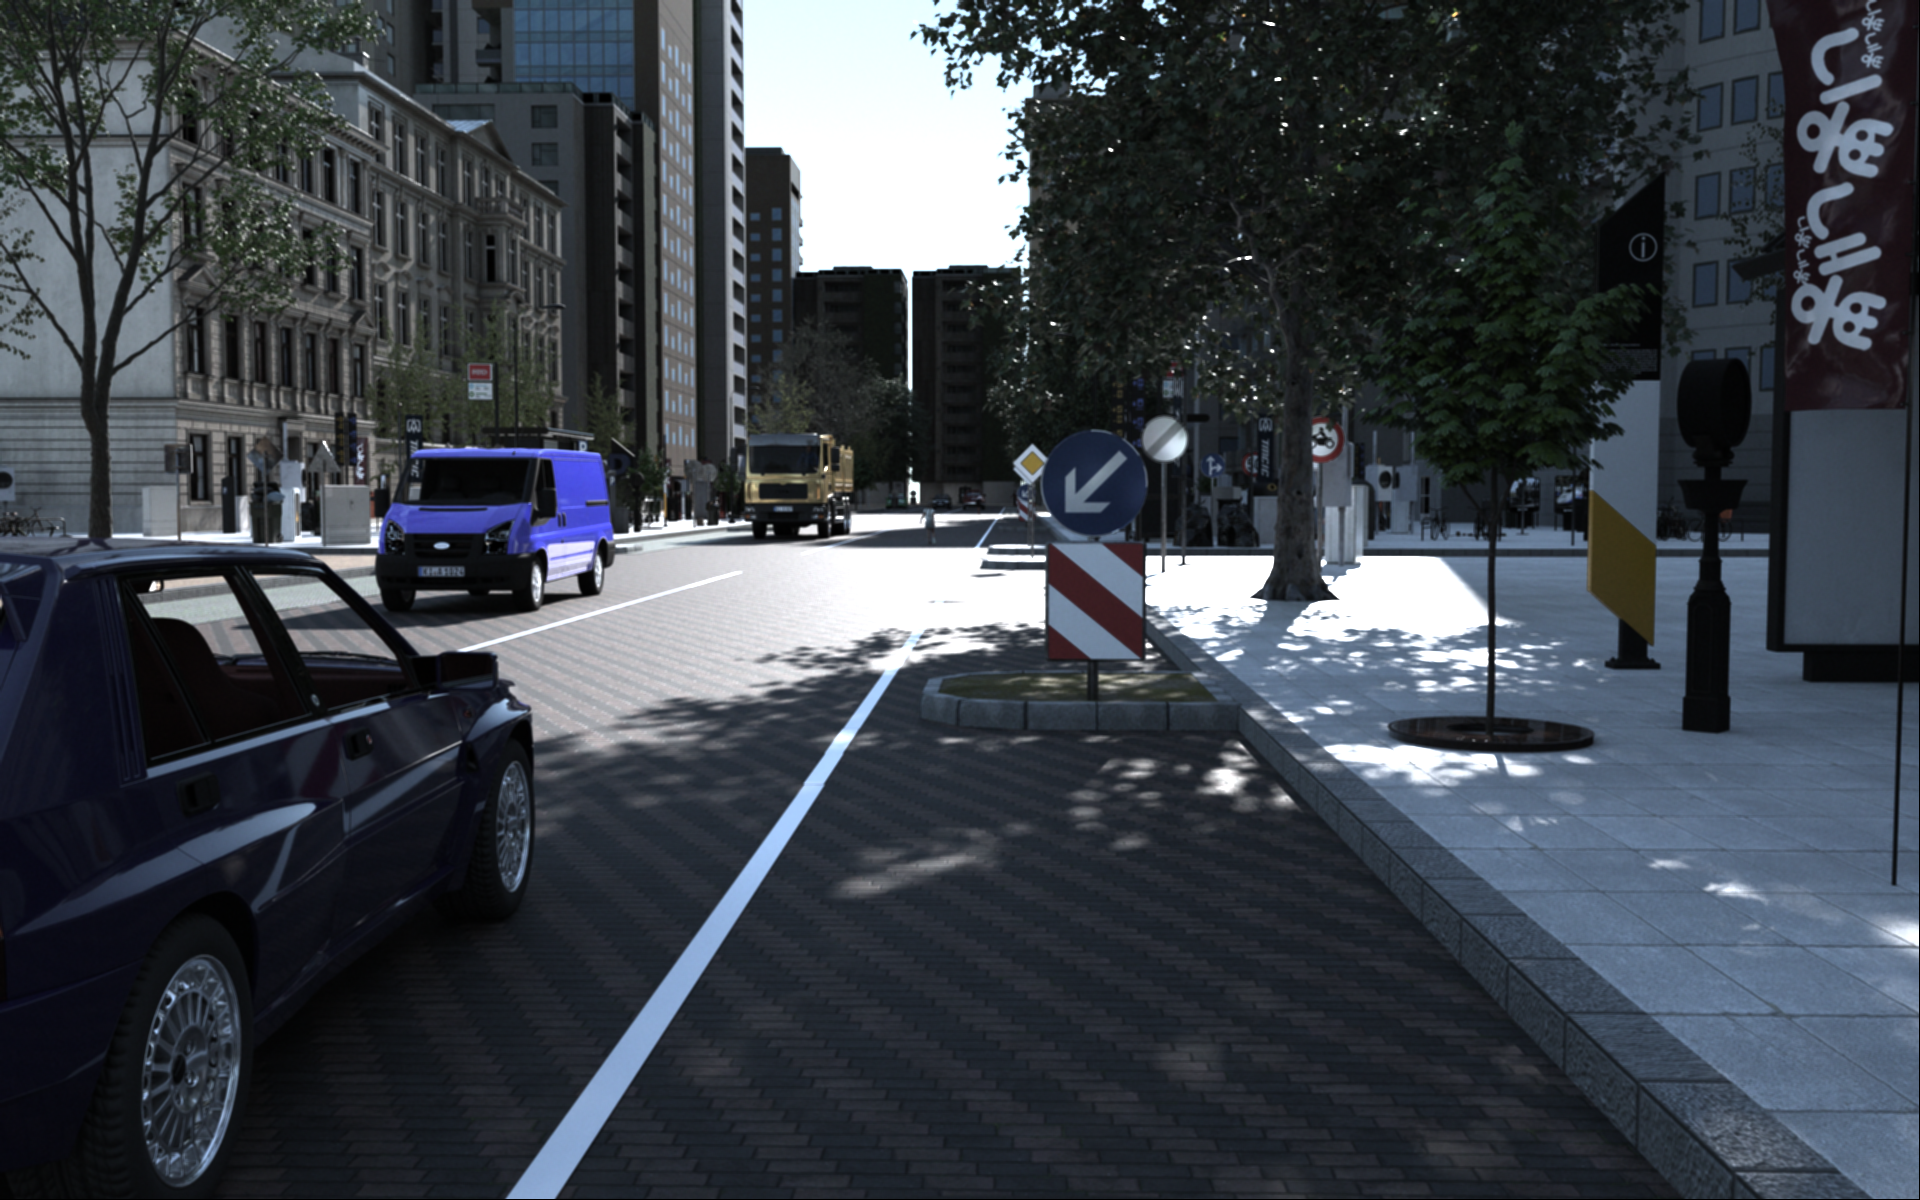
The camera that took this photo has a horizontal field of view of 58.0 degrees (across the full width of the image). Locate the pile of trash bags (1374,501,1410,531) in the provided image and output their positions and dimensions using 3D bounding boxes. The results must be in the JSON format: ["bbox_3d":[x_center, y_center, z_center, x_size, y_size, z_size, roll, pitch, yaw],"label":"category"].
[{"bbox_3d":[14.930,-3.161,61.438,1.912,1.369,3.447,0,4,6],"label":"pile of trash bags"}]

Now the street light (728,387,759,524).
[{"bbox_3d":[-9.394,-6.283,75.263,1.470,5.913,1.316,0,4,2],"label":"street light"}]

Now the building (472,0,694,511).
[{"bbox_3d":[-29.433,-29.894,138.882,14.600,45.320,14.200,0,4,2],"label":"building"}]

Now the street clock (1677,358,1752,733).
[{"bbox_3d":[4.052,-0.292,9.346,0.358,2.002,0.471,3,5,43],"label":"street clock"}]

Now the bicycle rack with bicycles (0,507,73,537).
[{"bbox_3d":[-26.212,-2.090,47.556,2.852,0.926,2.925,2,4,27],"label":"bicycle rack with bicycles"}]

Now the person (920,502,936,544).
[{"bbox_3d":[-0.914,-2.201,49.499,0.505,1.210,0.382,1,4,12],"label":"person"}]

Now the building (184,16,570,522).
[{"bbox_3d":[-30.810,-16.747,92.903,14.460,24.649,34.723,0,4,2],"label":"building"}]

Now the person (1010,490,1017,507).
[{"bbox_3d":[6.099,-11.153,190.812,1.348,1.831,0.705,-2,4,-27],"label":"person"}]

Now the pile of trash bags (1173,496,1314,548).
[{"bbox_3d":[6.899,-1.987,42.243,3.447,1.369,1.912,1,4,10],"label":"pile of trash bags"}]

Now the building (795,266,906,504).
[{"bbox_3d":[-13.801,-27.567,222.413,14.107,30.474,14.160,0,4,2],"label":"building"}]

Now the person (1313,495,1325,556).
[{"bbox_3d":[7.575,-1.683,36.044,0.654,1.822,0.581,0,4,0],"label":"person"}]

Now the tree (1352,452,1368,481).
[{"bbox_3d":[21.804,-7.120,100.123,4.285,4.588,4.351,0,3,0],"label":"tree"}]

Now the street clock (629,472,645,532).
[{"bbox_3d":[-10.838,-3.275,58.110,0.471,2.002,0.358,1,4,10],"label":"street clock"}]

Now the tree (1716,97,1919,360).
[{"bbox_3d":[15.144,-4.868,29.955,4.360,8.622,3.978,0,3,0],"label":"tree"}]

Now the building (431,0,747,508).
[{"bbox_3d":[-35.577,-38.355,169.108,28.212,58.520,21.231,0,4,2],"label":"building"}]

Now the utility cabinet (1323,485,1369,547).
[{"bbox_3d":[9.285,-2.036,41.973,1.173,1.500,0.318,2,4,34],"label":"utility cabinet"}]

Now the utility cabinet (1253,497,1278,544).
[{"bbox_3d":[8.027,-2.028,44.319,1.020,1.237,0.306,-1,4,-20],"label":"utility cabinet"}]

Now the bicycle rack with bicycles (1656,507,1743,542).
[{"bbox_3d":[19.915,-2.088,47.517,2.925,0.926,2.852,-2,4,-31],"label":"bicycle rack with bicycles"}]

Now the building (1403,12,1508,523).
[{"bbox_3d":[28.670,-24.405,82.624,14.154,41.232,14.086,0,4,2],"label":"building"}]

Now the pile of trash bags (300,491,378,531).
[{"bbox_3d":[-21.400,-3.068,59.910,3.447,1.369,1.912,2,4,25],"label":"pile of trash bags"}]

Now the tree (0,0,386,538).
[{"bbox_3d":[-11.929,-5.999,23.837,9.928,11.665,9.643,0,3,0],"label":"tree"}]

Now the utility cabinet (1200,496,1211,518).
[{"bbox_3d":[8.424,-2.878,58.210,0.306,1.237,1.020,-1,4,-16],"label":"utility cabinet"}]

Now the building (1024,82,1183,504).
[{"bbox_3d":[22.118,-39.056,227.802,27.495,52.752,28.713,0,4,2],"label":"building"}]

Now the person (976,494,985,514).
[{"bbox_3d":[1.426,-6.732,121.751,0.628,1.438,0.799,0,4,1],"label":"person"}]

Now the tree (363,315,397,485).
[{"bbox_3d":[-21.905,-7.248,68.872,4.737,8.622,4.395,0,3,0],"label":"tree"}]

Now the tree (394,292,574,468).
[{"bbox_3d":[-17.457,-6.944,63.890,4.737,8.622,4.395,0,3,0],"label":"tree"}]

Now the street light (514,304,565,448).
[{"bbox_3d":[-10.348,-4.280,42.517,1.470,5.913,1.316,0,4,2],"label":"street light"}]

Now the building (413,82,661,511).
[{"bbox_3d":[-30.185,-21.622,125.225,14.160,30.474,14.107,0,4,2],"label":"building"}]

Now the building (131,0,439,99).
[{"bbox_3d":[-63.951,-35.312,166.593,27.495,52.752,28.713,0,4,2],"label":"building"}]

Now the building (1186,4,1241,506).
[{"bbox_3d":[31.746,-37.993,163.183,21.231,58.520,28.212,0,4,2],"label":"building"}]

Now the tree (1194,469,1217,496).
[{"bbox_3d":[15.660,-7.001,109.074,1.663,3.219,1.824,0,3,0],"label":"tree"}]

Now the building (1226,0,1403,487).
[{"bbox_3d":[32.679,-31.371,132.526,23.786,49.044,30.456,0,4,2],"label":"building"}]

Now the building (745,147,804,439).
[{"bbox_3d":[-27.932,-35.033,222.895,14.200,45.320,14.600,0,4,2],"label":"building"}]

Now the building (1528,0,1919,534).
[{"bbox_3d":[37.268,-31.889,63.379,28.212,58.520,21.231,0,4,2],"label":"building"}]

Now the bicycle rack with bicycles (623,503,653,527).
[{"bbox_3d":[-13.444,-3.299,67.323,2.925,0.926,2.852,-1,4,-8],"label":"bicycle rack with bicycles"}]

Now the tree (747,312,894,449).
[{"bbox_3d":[-9.323,-12.631,116.885,12.009,13.543,11.850,0,3,0],"label":"tree"}]

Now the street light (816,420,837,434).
[{"bbox_3d":[-8.382,-8.285,108.007,1.470,5.913,1.316,0,4,2],"label":"street light"}]

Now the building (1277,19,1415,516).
[{"bbox_3d":[26.985,-20.652,109.361,14.160,30.474,14.107,0,4,2],"label":"building"}]

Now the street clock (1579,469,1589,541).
[{"bbox_3d":[17.228,-2.626,47.502,0.471,2.002,0.358,2,4,25],"label":"street clock"}]

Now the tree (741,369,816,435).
[{"bbox_3d":[-10.439,-9.270,101.920,4.360,8.622,3.978,0,3,0],"label":"tree"}]

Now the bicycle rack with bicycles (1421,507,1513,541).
[{"bbox_3d":[14.074,-2.130,48.212,2.852,0.926,2.925,2,4,24],"label":"bicycle rack with bicycles"}]

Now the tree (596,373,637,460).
[{"bbox_3d":[-21.094,-9.365,103.485,4.737,8.622,4.395,0,3,0],"label":"tree"}]

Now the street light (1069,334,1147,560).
[{"bbox_3d":[2.942,-3.744,33.752,1.470,5.913,1.316,0,4,2],"label":"street light"}]

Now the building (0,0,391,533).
[{"bbox_3d":[-30.268,-12.322,66.089,10.561,19.102,19.286,0,4,2],"label":"building"}]

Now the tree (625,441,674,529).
[{"bbox_3d":[-11.556,-4.221,63.608,1.663,3.219,1.824,0,3,0],"label":"tree"}]

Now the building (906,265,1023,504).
[{"bbox_3d":[0.939,-27.496,221.263,14.107,30.474,14.160,0,4,2],"label":"building"}]

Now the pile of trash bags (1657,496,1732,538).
[{"bbox_3d":[21.097,-2.543,51.330,3.447,1.369,1.912,2,4,31],"label":"pile of trash bags"}]

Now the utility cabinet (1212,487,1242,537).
[{"bbox_3d":[7.886,-2.596,51.130,0.318,1.500,1.173,-1,4,-21],"label":"utility cabinet"}]

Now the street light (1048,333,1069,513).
[{"bbox_3d":[3.362,-4.736,49.978,1.470,5.913,1.316,0,4,2],"label":"street light"}]

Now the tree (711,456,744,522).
[{"bbox_3d":[-10.643,-5.287,81.040,1.663,3.219,1.824,0,3,0],"label":"tree"}]

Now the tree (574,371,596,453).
[{"bbox_3d":[-19.433,-7.696,76.198,4.737,8.622,4.395,0,3,0],"label":"tree"}]
